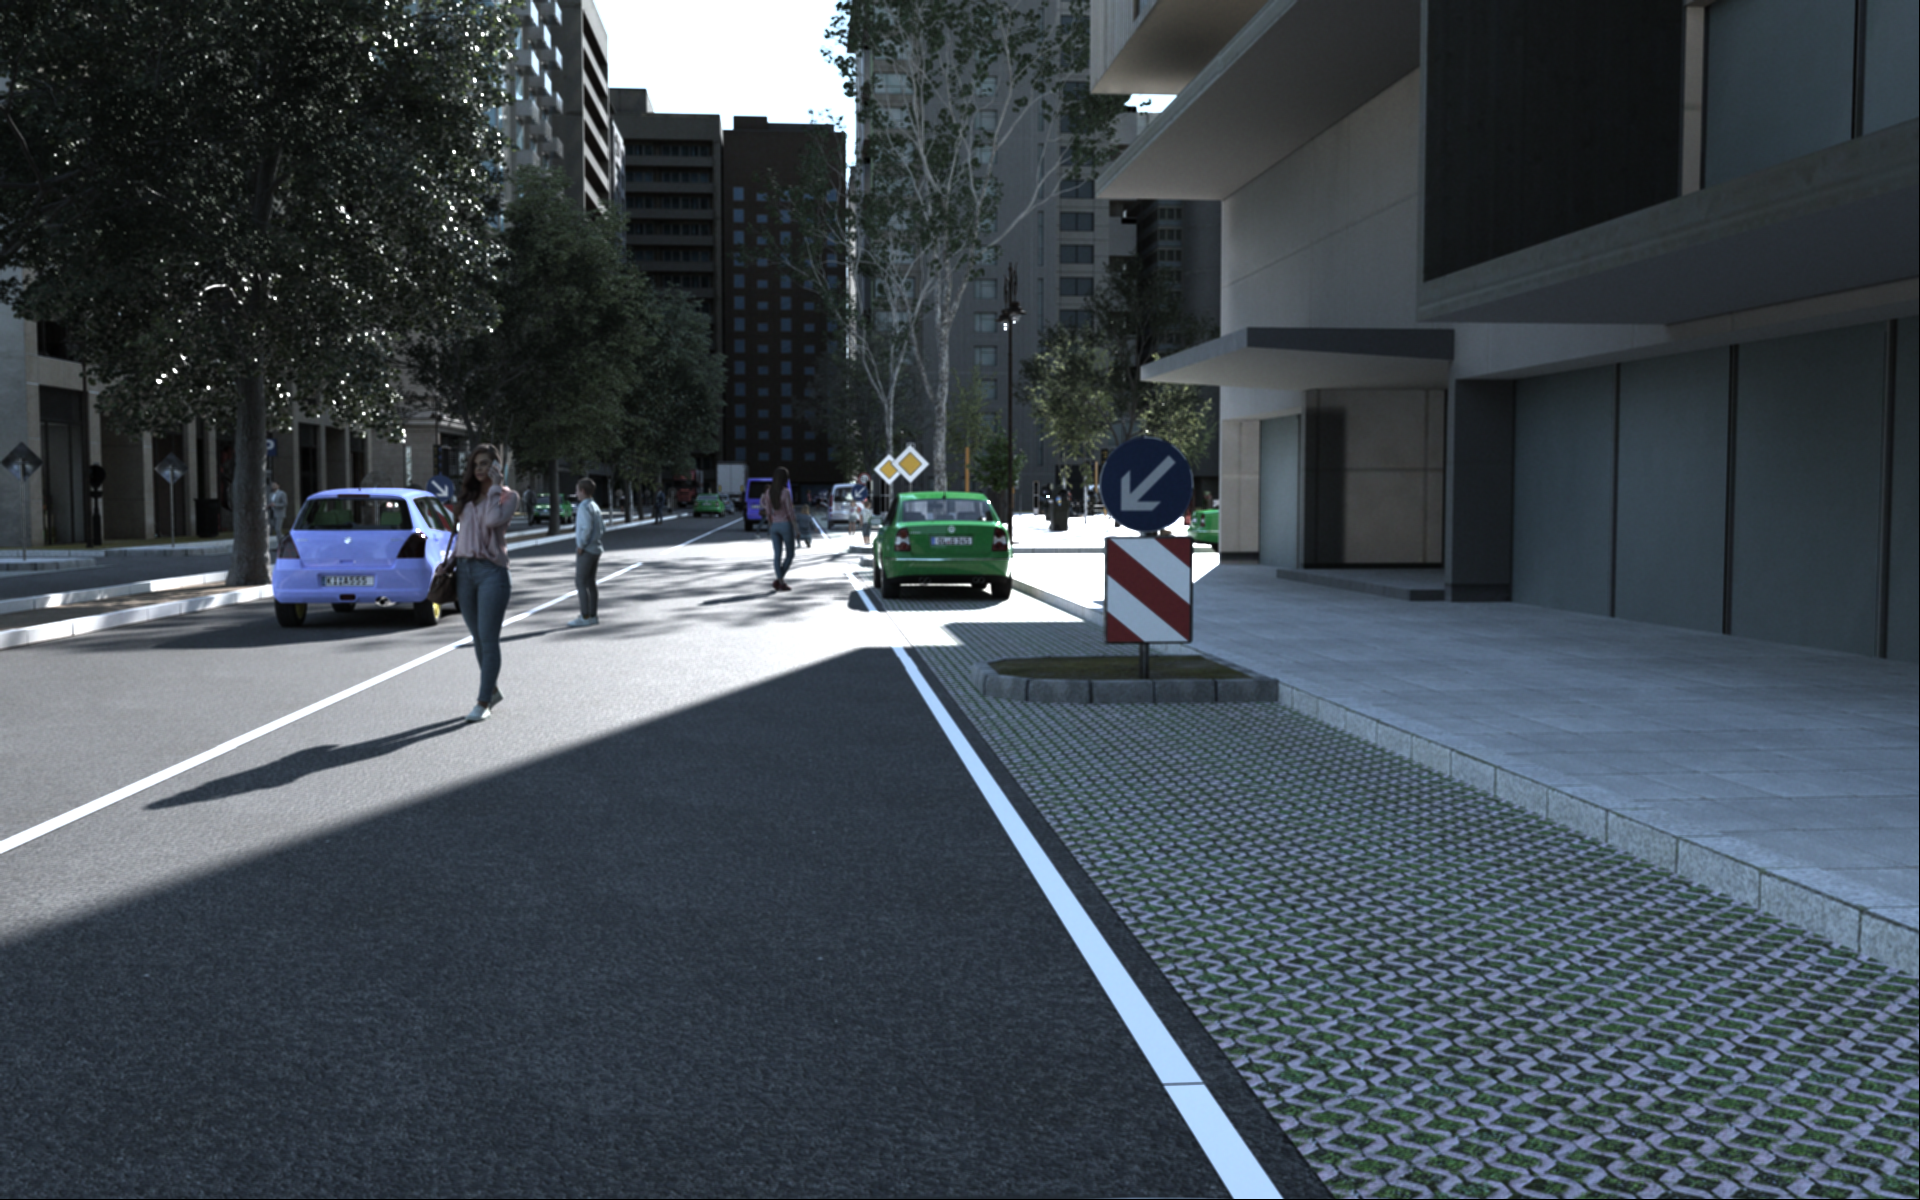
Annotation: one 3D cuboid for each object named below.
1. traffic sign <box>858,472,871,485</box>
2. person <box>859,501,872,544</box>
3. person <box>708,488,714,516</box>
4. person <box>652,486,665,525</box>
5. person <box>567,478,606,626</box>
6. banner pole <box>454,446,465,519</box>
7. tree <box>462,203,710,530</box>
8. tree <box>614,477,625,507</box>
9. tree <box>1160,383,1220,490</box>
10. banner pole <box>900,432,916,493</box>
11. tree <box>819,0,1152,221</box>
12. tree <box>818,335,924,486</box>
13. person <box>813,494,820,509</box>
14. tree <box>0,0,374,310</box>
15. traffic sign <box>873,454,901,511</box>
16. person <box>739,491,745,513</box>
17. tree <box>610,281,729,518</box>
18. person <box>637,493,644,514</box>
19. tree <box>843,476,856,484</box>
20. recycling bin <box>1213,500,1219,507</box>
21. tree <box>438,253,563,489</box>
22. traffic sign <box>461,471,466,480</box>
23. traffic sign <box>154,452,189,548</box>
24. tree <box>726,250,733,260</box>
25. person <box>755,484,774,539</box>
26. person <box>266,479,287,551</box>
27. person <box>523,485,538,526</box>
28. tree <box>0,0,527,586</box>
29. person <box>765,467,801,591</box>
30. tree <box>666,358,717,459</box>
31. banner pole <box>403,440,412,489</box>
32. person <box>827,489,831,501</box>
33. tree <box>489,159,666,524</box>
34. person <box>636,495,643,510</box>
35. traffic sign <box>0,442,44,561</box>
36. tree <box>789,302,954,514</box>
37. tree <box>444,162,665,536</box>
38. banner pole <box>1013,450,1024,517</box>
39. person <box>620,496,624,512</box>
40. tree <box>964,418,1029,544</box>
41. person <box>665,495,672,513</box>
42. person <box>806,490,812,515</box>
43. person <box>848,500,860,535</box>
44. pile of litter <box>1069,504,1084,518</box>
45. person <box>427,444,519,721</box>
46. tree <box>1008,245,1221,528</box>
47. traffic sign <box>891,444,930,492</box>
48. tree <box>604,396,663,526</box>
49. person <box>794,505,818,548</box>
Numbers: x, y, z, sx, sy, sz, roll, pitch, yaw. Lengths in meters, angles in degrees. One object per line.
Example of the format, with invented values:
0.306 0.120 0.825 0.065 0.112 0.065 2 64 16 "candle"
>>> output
-5.631 -6.243 102.182 0.768 2.556 0.104 0 4 -1 "traffic sign"
-2.499 -1.993 45.776 0.332 1.250 0.352 1 4 14 "person"
-16.082 -6.317 111.556 0.659 1.850 0.755 1 4 10 "person"
-14.103 -4.434 81.174 0.721 1.800 0.419 3 5 43 "person"
-4.094 -0.533 19.023 0.330 1.601 0.589 1 4 16 "person"
-26.119 -6.145 90.492 0.863 3.779 0.401 2 4 30 "banner pole"
-14.835 -9.088 68.050 9.611 12.733 9.660 0 3 0 "tree"
-34.695 -11.102 176.116 1.663 3.219 1.824 0 3 0 "tree"
14.508 -9.887 112.022 4.737 8.622 4.395 0 3 0 "tree"
-2.128 -4.874 69.699 0.863 3.779 0.401 -1 4 -20 "banner pole"
-0.018 -12.065 53.155 12.611 20.169 13.585 0 3 0 "tree"
-6.365 -12.511 122.680 7.486 12.596 7.792 0 3 0 "tree"
-12.463 -8.496 150.640 0.697 1.427 0.421 2 4 35 "person"
-10.000 -4.941 17.658 8.767 10.594 7.601 0 4 -5 "tree"
-1.752 -2.397 42.840 0.795 2.450 0.064 0 4 -5 "traffic sign"
-16.706 -7.533 133.135 0.593 1.643 0.415 -1 4 -13 "person"
-18.308 -11.928 104.141 9.857 13.997 8.962 0 3 0 "tree"
-23.418 -7.257 126.776 0.705 1.869 1.348 -2 4 -24 "person"
-10.364 -10.017 158.385 1.663 3.219 1.824 0 3 0 "tree"
11.445 -4.018 78.242 0.722 1.027 0.722 -1 4 -11 "recycling bin"
-13.712 -6.035 51.491 4.360 8.622 3.978 0 3 0 "tree"
-24.870 -5.357 87.699 0.768 2.556 0.104 0 4 -5 "traffic sign"
-18.773 -2.301 41.264 0.795 2.450 0.064 0 4 -5 "traffic sign"
-4.824 -14.103 86.478 12.611 20.169 13.585 0 3 0 "tree"
-6.289 -2.861 55.861 0.643 1.750 0.593 3 5 40 "person"
-17.198 -2.126 43.454 0.606 1.804 0.583 2 4 24 "person"
-19.351 -4.248 78.056 0.679 1.850 0.850 0 4 -3 "person"
-11.207 -7.208 26.959 9.857 13.997 8.962 0 3 0 "tree"
-2.610 -1.046 25.610 0.555 1.821 0.388 1 4 21 "person"
-15.929 -8.941 83.047 8.767 10.594 7.601 0 4 -5 "tree"
-25.544 -5.505 80.028 0.863 3.779 0.401 3 5 43 "banner pole"
-10.556 -8.044 140.028 0.705 1.823 1.348 -1 4 -21 "person"
-12.484 -6.615 45.018 8.767 10.594 7.601 0 4 -5 "tree"
-28.613 -8.924 154.280 0.709 1.838 0.599 1 4 16 "person"
-18.024 -1.815 33.314 0.795 2.450 0.064 0 4 -5 "traffic sign"
-5.798 -12.263 110.866 12.009 13.543 11.850 0 3 0 "tree"
-14.062 -8.494 59.456 7.486 12.596 7.792 0 3 0 "tree"
3.267 -6.576 97.529 0.401 3.779 0.863 3 4 38 "banner pole"
-26.362 -7.596 135.887 0.628 1.438 0.799 0 4 1 "person"
0.916 -3.050 44.464 1.663 3.219 1.824 0 3 0 "tree"
-22.179 -7.502 131.873 0.721 1.735 1.217 2 4 26 "person"
-10.472 -6.842 121.083 0.721 1.743 1.217 0 4 2 "person"
-3.642 -2.837 59.906 0.505 1.210 0.382 1 4 17 "person"
6.135 -4.878 93.724 1.176 0.858 1.719 0 4 -1 "pile of litter"
-3.058 -0.125 11.138 0.593 1.750 0.643 1 4 22 "person"
6.039 -8.033 65.750 8.767 10.594 7.601 0 4 -5 "tree"
-1.003 -1.911 34.890 0.795 2.450 0.064 0 4 -5 "traffic sign"
-15.529 -7.587 76.859 4.737 8.622 4.395 0 3 0 "tree"
-4.298 -1.989 46.511 1.012 1.151 0.738 -1 4 -10 "person"
